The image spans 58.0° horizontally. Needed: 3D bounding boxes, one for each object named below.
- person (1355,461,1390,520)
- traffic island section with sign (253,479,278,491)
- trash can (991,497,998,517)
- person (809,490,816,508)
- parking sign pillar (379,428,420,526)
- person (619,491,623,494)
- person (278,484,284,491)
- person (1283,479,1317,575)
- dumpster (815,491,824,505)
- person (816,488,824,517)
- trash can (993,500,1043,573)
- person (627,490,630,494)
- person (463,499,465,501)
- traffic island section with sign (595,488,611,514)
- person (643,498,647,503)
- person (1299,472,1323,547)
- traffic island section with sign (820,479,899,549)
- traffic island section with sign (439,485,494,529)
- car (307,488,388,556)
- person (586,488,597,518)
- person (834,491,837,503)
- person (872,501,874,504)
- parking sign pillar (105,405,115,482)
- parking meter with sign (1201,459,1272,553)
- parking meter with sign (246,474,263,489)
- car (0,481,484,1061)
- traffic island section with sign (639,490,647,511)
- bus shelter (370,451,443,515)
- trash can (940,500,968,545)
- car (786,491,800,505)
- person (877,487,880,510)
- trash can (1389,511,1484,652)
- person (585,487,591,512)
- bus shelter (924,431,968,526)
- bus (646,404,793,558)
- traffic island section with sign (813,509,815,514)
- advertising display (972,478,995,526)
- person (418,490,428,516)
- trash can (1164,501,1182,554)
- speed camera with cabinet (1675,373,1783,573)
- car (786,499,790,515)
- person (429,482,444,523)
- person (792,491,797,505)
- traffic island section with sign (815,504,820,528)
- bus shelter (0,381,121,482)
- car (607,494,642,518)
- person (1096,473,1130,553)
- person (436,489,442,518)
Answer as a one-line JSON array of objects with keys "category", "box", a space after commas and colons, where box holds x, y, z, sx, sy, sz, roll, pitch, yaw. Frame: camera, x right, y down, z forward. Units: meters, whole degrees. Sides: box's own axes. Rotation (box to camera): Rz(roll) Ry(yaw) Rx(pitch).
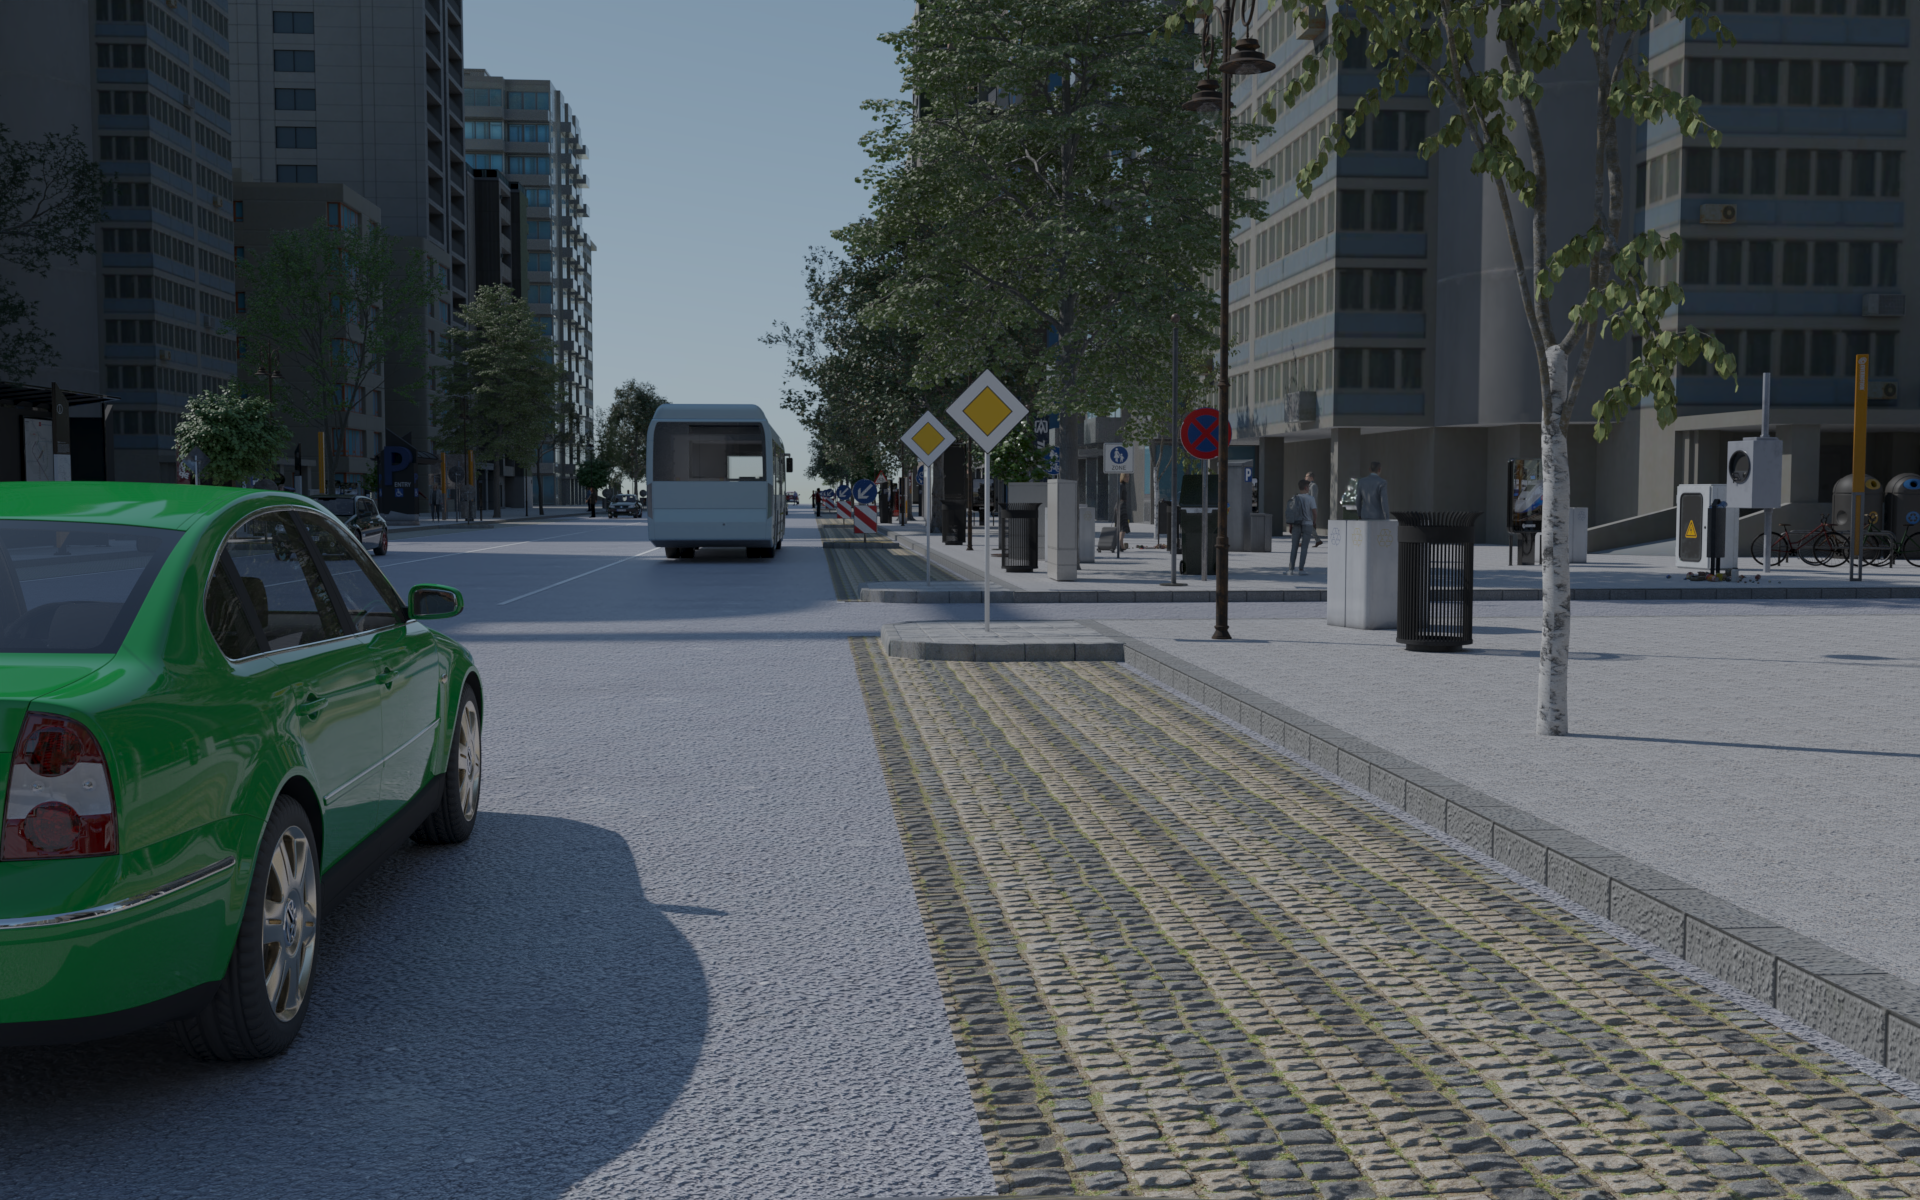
[{"category": "person", "box": [6.617, -1.325, 27.831, 0.709, 1.813, 0.853, 3, 5, 39]}, {"category": "traffic island section with sign", "box": [-18.127, -2.219, 44.912, 1.989, 1.847, 2.006, 0, 4, -5]}, {"category": "trash can", "box": [2.049, -5.318, 98.595, 0.748, 1.137, 0.748, 0, 3, 0]}, {"category": "person", "box": [-14.694, -10.082, 173.299, 0.705, 1.831, 1.348, -2, 4, -34]}, {"category": "parking sign pillar", "box": [-24.079, -5.225, 73.897, 1.447, 3.967, 1.447, -2, 4, -34]}, {"category": "person", "box": [-44.550, -13.496, 227.412, 1.217, 1.736, 0.721, -1, 4, -13]}, {"category": "person", "box": [-22.573, -3.046, 57.660, 0.330, 1.601, 0.589, 1, 4, 10]}, {"category": "person", "box": [5.365, -1.146, 27.383, 0.503, 1.515, 0.523, 0, 4, -7]}, {"category": "dumpster", "box": [-16.586, -12.256, 208.604, 1.865, 1.857, 1.264, 0, 4, -6]}, {"category": "person", "box": [-8.786, -6.088, 108.006, 0.705, 1.831, 1.348, -1, 4, -20]}, {"category": "trash can", "box": [0.981, -1.026, 28.423, 0.748, 1.137, 0.748, 0, 3, 0]}, {"category": "person", "box": [-22.785, -6.716, 118.985, 1.217, 1.739, 0.721, -1, 4, -10]}, {"category": "person", "box": [-33.956, -6.714, 119.076, 0.557, 1.426, 1.065, 0, 4, 2]}, {"category": "traffic island section with sign", "box": [-24.848, -6.926, 121.873, 1.989, 1.847, 2.006, 0, 4, -5]}, {"category": "person", "box": [-19.069, -6.040, 107.221, 1.348, 1.831, 0.705, 3, 4, 36]}, {"category": "person", "box": [8.352, -2.164, 41.522, 0.767, 1.812, 0.694, 0, 4, 2]}, {"category": "traffic island section with sign", "box": [-2.654, -2.290, 46.071, 1.989, 1.847, 2.006, 0, 4, -5]}, {"category": "traffic island section with sign", "box": [-20.496, -3.880, 72.062, 1.989, 1.847, 2.006, 0, 4, -5]}, {"category": "car", "box": [-14.134, -1.785, 38.971, 2.009, 1.686, 4.222, 0, 4, -5]}, {"category": "person", "box": [-22.378, -5.920, 105.422, 0.705, 1.807, 1.348, 1, 4, 14]}, {"category": "person", "box": [-17.304, -14.283, 240.494, 0.541, 1.710, 0.530, 2, 4, 31]}, {"category": "person", "box": [-11.055, -13.084, 220.057, 0.705, 1.812, 1.348, 2, 4, 25]}, {"category": "parking sign pillar", "box": [-25.685, -3.871, 51.771, 1.447, 3.967, 1.447, -1, 4, -10]}, {"category": "parking meter with sign", "box": [6.103, -2.580, 38.446, 1.738, 3.016, 0.543, 3, 5, 39]}, {"category": "parking meter with sign", "box": [-22.795, -3.648, 55.899, 0.543, 3.016, 1.738, -2, 4, -32]}, {"category": "car", "box": [-2.735, 0.192, 5.660, 1.959, 1.807, 4.718, 0, 4, -6]}, {"category": "traffic island section with sign", "box": [-27.200, -8.577, 148.864, 1.989, 1.847, 2.006, 0, 4, -5]}, {"category": "bus shelter", "box": [-25.207, -5.210, 79.099, 2.014, 3.302, 5.546, 0, 4, -5]}, {"category": "trash can", "box": [-0.152, -1.952, 43.570, 0.748, 1.137, 0.748, 0, 3, 0]}, {"category": "car", "box": [-23.236, -14.104, 239.267, 2.281, 1.827, 5.304, 0, 4, -4]}, {"category": "person", "box": [-6.527, -8.381, 142.700, 1.348, 1.869, 0.705, 0, 4, 8]}, {"category": "trash can", "box": [3.902, -0.157, 14.218, 0.748, 1.137, 0.748, 0, 3, 0]}, {"category": "person", "box": [-27.104, -7.361, 126.382, 0.705, 1.826, 1.348, -2, 4, -25]}, {"category": "bus shelter", "box": [-0.463, -5.514, 67.790, 2.179, 5.291, 8.768, 0, 4, -5]}, {"category": "bus", "box": [-5.622, -2.878, 41.917, 2.948, 3.499, 13.247, 0, 4, -4]}, {"category": "traffic island section with sign", "box": [-9.352, -6.987, 122.857, 1.989, 1.847, 2.006, 0, 4, -5]}, {"category": "advertising display", "box": [0.955, -3.939, 69.621, 0.974, 1.923, 0.123, 2, 4, 24]}, {"category": "person", "box": [-31.699, -5.804, 100.903, 1.348, 1.831, 0.705, -2, 4, -33]}, {"category": "trash can", "box": [4.722, -1.551, 37.005, 0.748, 1.137, 0.748, 0, 3, 0]}, {"category": "speed camera with cabinet", "box": [12.848, -2.119, 28.987, 0.660, 3.252, 2.038, -1, 4, -11]}, {"category": "car", "box": [-12.716, -6.530, 118.568, 2.131, 1.459, 4.920, 0, 4, -4]}, {"category": "person", "box": [-22.999, -4.280, 76.203, 0.709, 1.800, 0.728, 0, 4, -3]}, {"category": "person", "box": [-20.893, -12.874, 218.851, 0.709, 1.838, 0.599, -3, 5, -40]}, {"category": "traffic island section with sign", "box": [-5.054, -3.973, 73.586, 1.989, 1.847, 2.006, 0, 4, -5]}, {"category": "bus shelter", "box": [-20.943, -2.919, 39.004, 1.731, 3.624, 6.357, 0, 4, -5]}, {"category": "car", "box": [-20.022, -5.734, 103.533, 2.009, 1.686, 4.222, 0, 4, -5]}, {"category": "person", "box": [3.437, -1.963, 38.356, 0.699, 1.804, 1.509, 2, 4, 33]}, {"category": "person", "box": [-27.058, -5.164, 90.465, 0.794, 1.824, 0.713, 1, 4, 15]}]
